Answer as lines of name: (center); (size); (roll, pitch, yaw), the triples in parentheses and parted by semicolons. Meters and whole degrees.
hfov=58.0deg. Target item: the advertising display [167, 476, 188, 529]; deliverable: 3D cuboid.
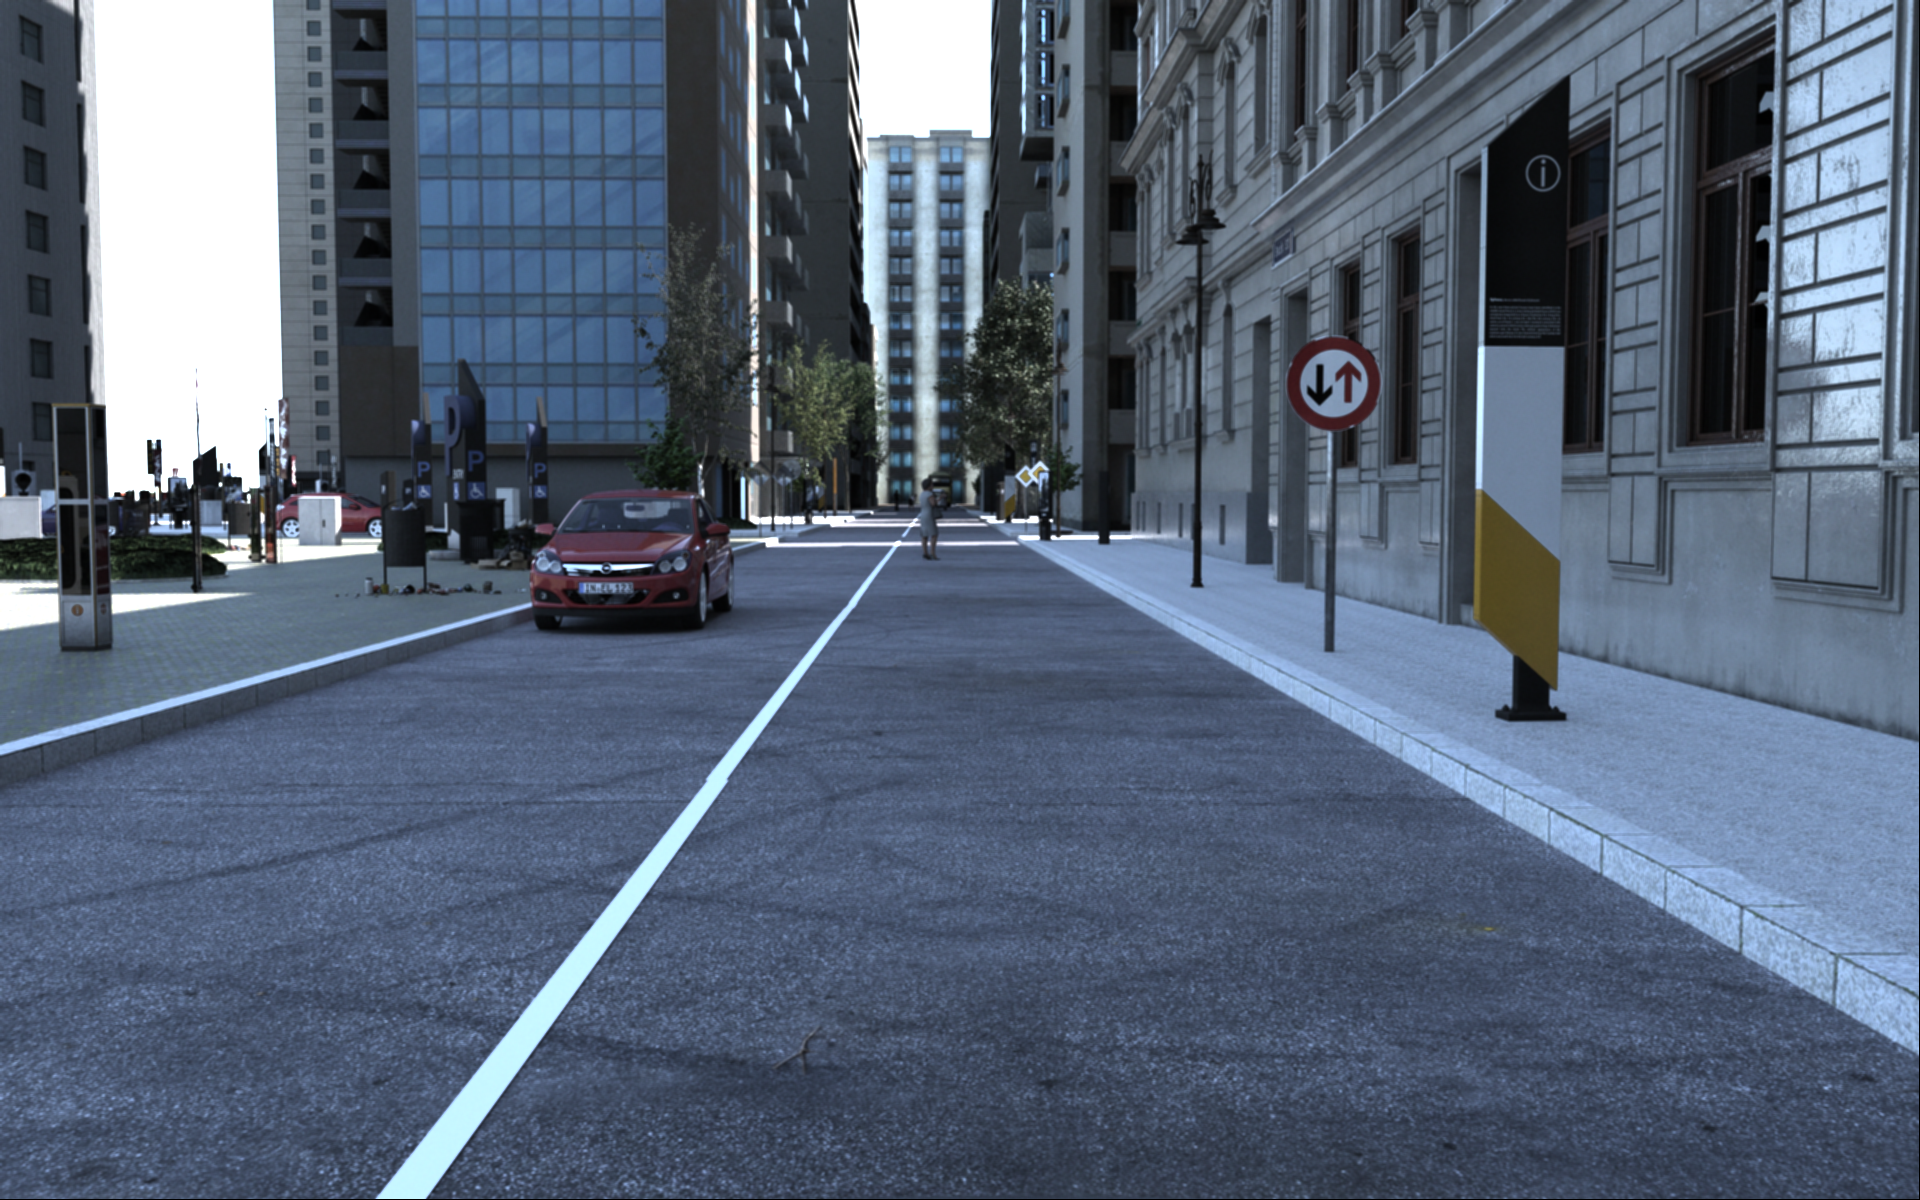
advertising display: (-28.885, -3.593, 63.961); (0.123, 1.923, 0.974); (1, 4, 14)

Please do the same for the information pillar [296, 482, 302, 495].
information pillar: (-39.521, -6.050, 103.403); (0.304, 2.012, 0.304); (1, 4, 8)

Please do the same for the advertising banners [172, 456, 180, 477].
advertising banners: (-35.247, -5.007, 78.055); (0.090, 3.025, 2.074); (-2, 4, -27)

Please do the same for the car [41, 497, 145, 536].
car: (-28.509, -2.657, 56.016); (3.894, 1.354, 1.945); (0, 4, -2)

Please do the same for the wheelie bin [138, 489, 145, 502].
wheelie bin: (-49.781, -5.980, 105.679); (0.693, 1.594, 0.980); (-2, 4, -26)

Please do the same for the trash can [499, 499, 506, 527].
trash can: (-13.864, -2.438, 51.518); (0.748, 1.137, 0.748); (0, 3, 0)

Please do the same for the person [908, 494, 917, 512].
person: (-3.731, -7.704, 137.642); (0.799, 1.438, 0.628); (0, 4, 8)

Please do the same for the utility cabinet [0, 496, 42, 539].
utility cabinet: (-24.604, -2.086, 45.271); (1.020, 1.237, 0.306); (-1, 4, -23)

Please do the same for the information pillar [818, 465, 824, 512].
information pillar: (-9.669, -7.925, 120.931); (0.504, 3.616, 0.183); (-1, 4, -15)

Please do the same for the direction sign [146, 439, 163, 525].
direction sign: (-32.936, -4.824, 70.872); (0.876, 3.537, 0.379); (2, 4, 24)

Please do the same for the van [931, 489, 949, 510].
van: (-1.980, -8.935, 153.093); (2.013, 2.044, 4.112); (0, 4, 0)

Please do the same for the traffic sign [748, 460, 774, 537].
traffic sign: (-5.917, -2.917, 51.328); (0.795, 2.450, 0.064); (0, 4, -1)

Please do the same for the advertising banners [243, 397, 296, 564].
advertising banners: (-12.829, -2.199, 32.147); (0.090, 3.025, 2.074); (-3, 5, -42)

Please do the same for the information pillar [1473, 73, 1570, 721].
information pillar: (3.171, -1.126, 9.757); (0.504, 3.616, 0.183); (0, 4, -6)

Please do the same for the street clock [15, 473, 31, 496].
street clock: (-32.470, -3.395, 60.075); (0.471, 2.002, 0.358); (-2, 4, -34)

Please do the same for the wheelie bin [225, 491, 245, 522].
wheelie bin: (-33.784, -4.431, 80.350); (0.693, 1.594, 0.980); (0, 4, -2)

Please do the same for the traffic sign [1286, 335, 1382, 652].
traffic sign: (3.007, -0.851, 14.022); (0.768, 2.556, 0.104); (0, 4, 2)

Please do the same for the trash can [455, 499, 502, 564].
trash can: (-8.879, -1.233, 31.806); (0.748, 1.137, 0.748); (0, 3, 0)

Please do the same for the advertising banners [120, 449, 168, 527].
advertising banners: (-31.307, -4.298, 66.454); (0.090, 3.025, 2.074); (1, 4, 18)

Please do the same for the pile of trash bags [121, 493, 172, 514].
pile of trash bags: (-51.948, -6.140, 110.140); (1.912, 1.369, 3.447); (2, 4, 28)

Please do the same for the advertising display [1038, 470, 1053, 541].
advertising display: (2.352, -2.600, 47.719); (0.123, 1.923, 0.974); (-1, 4, -15)

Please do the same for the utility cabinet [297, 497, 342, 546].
utility cabinet: (-15.972, -1.959, 43.196); (1.020, 1.237, 0.306); (1, 4, 11)

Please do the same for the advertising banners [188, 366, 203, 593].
advertising banners: (-10.255, -1.656, 23.256); (0.090, 3.025, 2.074); (-1, 4, -20)

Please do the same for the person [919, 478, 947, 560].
person: (-0.564, -1.762, 37.660); (0.532, 1.782, 0.716); (-2, 4, -30)

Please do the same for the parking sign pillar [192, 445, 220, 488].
parking sign pillar: (-41.040, -6.470, 94.263); (1.447, 3.967, 1.447); (0, 4, -5)

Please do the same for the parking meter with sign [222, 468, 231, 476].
parking meter with sign: (-49.161, -7.350, 116.434); (0.543, 3.016, 1.738); (-2, 4, -29)

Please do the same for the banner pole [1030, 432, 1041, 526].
banner pole: (3.094, -4.924, 70.531); (0.401, 3.779, 0.863); (-2, 4, -34)

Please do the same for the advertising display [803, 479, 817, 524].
advertising display: (-6.417, -4.173, 73.439); (0.123, 1.923, 0.974); (1, 4, 16)

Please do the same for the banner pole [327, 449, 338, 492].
banner pole: (-34.690, -6.463, 95.686); (0.863, 3.779, 0.401); (2, 4, 29)

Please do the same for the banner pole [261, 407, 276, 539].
banner pole: (-19.801, -3.653, 49.738); (0.401, 3.779, 0.863); (-3, 5, -44)

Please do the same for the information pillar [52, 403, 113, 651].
information pillar: (-7.194, -0.594, 14.210); (0.304, 2.012, 0.304); (0, 4, -2)

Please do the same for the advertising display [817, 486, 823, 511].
advertising display: (-10.645, -7.756, 132.029); (0.974, 1.923, 0.123); (3, 5, 39)

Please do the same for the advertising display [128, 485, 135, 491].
advertising display: (-60.396, -7.408, 126.328); (0.123, 1.923, 0.974); (0, 4, -4)

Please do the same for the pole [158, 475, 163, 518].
pole: (-42.988, -6.068, 93.047); (0.158, 3.312, 0.155); (0, 3, 0)

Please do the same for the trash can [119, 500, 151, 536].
trash can: (-20.935, -1.978, 43.988); (0.748, 1.137, 0.748); (0, 3, 0)

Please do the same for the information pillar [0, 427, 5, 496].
information pillar: (-28.616, -3.670, 51.362); (0.183, 3.616, 0.504); (3, 5, 44)

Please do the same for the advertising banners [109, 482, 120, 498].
advertising banners: (-48.614, -6.346, 99.947); (0.090, 3.025, 2.074); (2, 4, 28)

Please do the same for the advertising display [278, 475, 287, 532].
advertising display: (-22.997, -3.278, 58.813); (0.123, 1.923, 0.974); (-2, 4, -31)

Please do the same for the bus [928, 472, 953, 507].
bus: (-2.216, -12.208, 191.143); (2.896, 3.916, 12.252); (0, 4, 0)

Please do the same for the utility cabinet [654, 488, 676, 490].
utility cabinet: (-10.235, -3.155, 60.266); (1.173, 1.500, 0.318); (3, 5, 40)

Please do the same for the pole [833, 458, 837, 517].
pole: (-7.046, -6.348, 97.640); (0.158, 3.312, 0.155); (0, 3, 0)

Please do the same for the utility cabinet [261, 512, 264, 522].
utility cabinet: (-32.042, -4.191, 79.689); (0.306, 1.237, 1.020); (2, 4, 30)

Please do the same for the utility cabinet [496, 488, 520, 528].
utility cabinet: (-16.514, -3.343, 63.332); (0.318, 1.500, 1.173); (-3, 5, -45)

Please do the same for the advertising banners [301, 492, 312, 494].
advertising banners: (-40.318, -6.706, 105.823); (2.074, 3.025, 0.090); (2, 4, 25)

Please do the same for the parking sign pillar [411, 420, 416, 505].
parking sign pillar: (-14.082, -3.481, 45.388); (1.447, 3.967, 1.447); (-1, 4, -19)

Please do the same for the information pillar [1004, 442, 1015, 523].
information pillar: (2.234, -5.291, 77.865); (0.504, 3.616, 0.183); (0, 4, -7)

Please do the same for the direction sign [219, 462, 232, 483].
direction sign: (-52.083, -8.004, 122.855); (0.876, 3.537, 0.379); (0, 4, -4)

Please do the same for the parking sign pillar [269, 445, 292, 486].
parking sign pillar: (-34.568, -6.098, 88.172); (1.447, 3.967, 1.447); (1, 4, 14)

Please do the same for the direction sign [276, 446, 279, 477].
direction sign: (-31.978, -5.475, 81.509); (0.379, 3.537, 0.876); (0, 4, 7)

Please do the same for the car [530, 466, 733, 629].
car: (-3.642, -0.652, 19.697); (2.155, 1.783, 4.494); (0, 4, -1)

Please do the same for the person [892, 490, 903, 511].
person: (-5.406, -8.585, 148.879); (0.705, 1.822, 1.348); (3, 5, 41)

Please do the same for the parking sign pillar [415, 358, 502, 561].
parking sign pillar: (-9.680, -2.780, 33.930); (1.447, 3.967, 1.447); (-2, 4, -32)

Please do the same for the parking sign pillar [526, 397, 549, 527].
parking sign pillar: (-11.556, -3.603, 47.388); (1.447, 3.967, 1.447); (-1, 4, -19)

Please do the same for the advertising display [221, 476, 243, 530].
advertising display: (-26.027, -3.472, 61.982); (0.123, 1.923, 0.974); (1, 4, 17)

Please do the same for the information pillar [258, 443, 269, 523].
information pillar: (-30.598, -5.187, 76.157); (0.504, 3.616, 0.183); (1, 4, 13)

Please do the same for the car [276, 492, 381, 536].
car: (-19.758, -2.860, 55.799); (4.494, 1.783, 2.155); (0, 4, 1)
